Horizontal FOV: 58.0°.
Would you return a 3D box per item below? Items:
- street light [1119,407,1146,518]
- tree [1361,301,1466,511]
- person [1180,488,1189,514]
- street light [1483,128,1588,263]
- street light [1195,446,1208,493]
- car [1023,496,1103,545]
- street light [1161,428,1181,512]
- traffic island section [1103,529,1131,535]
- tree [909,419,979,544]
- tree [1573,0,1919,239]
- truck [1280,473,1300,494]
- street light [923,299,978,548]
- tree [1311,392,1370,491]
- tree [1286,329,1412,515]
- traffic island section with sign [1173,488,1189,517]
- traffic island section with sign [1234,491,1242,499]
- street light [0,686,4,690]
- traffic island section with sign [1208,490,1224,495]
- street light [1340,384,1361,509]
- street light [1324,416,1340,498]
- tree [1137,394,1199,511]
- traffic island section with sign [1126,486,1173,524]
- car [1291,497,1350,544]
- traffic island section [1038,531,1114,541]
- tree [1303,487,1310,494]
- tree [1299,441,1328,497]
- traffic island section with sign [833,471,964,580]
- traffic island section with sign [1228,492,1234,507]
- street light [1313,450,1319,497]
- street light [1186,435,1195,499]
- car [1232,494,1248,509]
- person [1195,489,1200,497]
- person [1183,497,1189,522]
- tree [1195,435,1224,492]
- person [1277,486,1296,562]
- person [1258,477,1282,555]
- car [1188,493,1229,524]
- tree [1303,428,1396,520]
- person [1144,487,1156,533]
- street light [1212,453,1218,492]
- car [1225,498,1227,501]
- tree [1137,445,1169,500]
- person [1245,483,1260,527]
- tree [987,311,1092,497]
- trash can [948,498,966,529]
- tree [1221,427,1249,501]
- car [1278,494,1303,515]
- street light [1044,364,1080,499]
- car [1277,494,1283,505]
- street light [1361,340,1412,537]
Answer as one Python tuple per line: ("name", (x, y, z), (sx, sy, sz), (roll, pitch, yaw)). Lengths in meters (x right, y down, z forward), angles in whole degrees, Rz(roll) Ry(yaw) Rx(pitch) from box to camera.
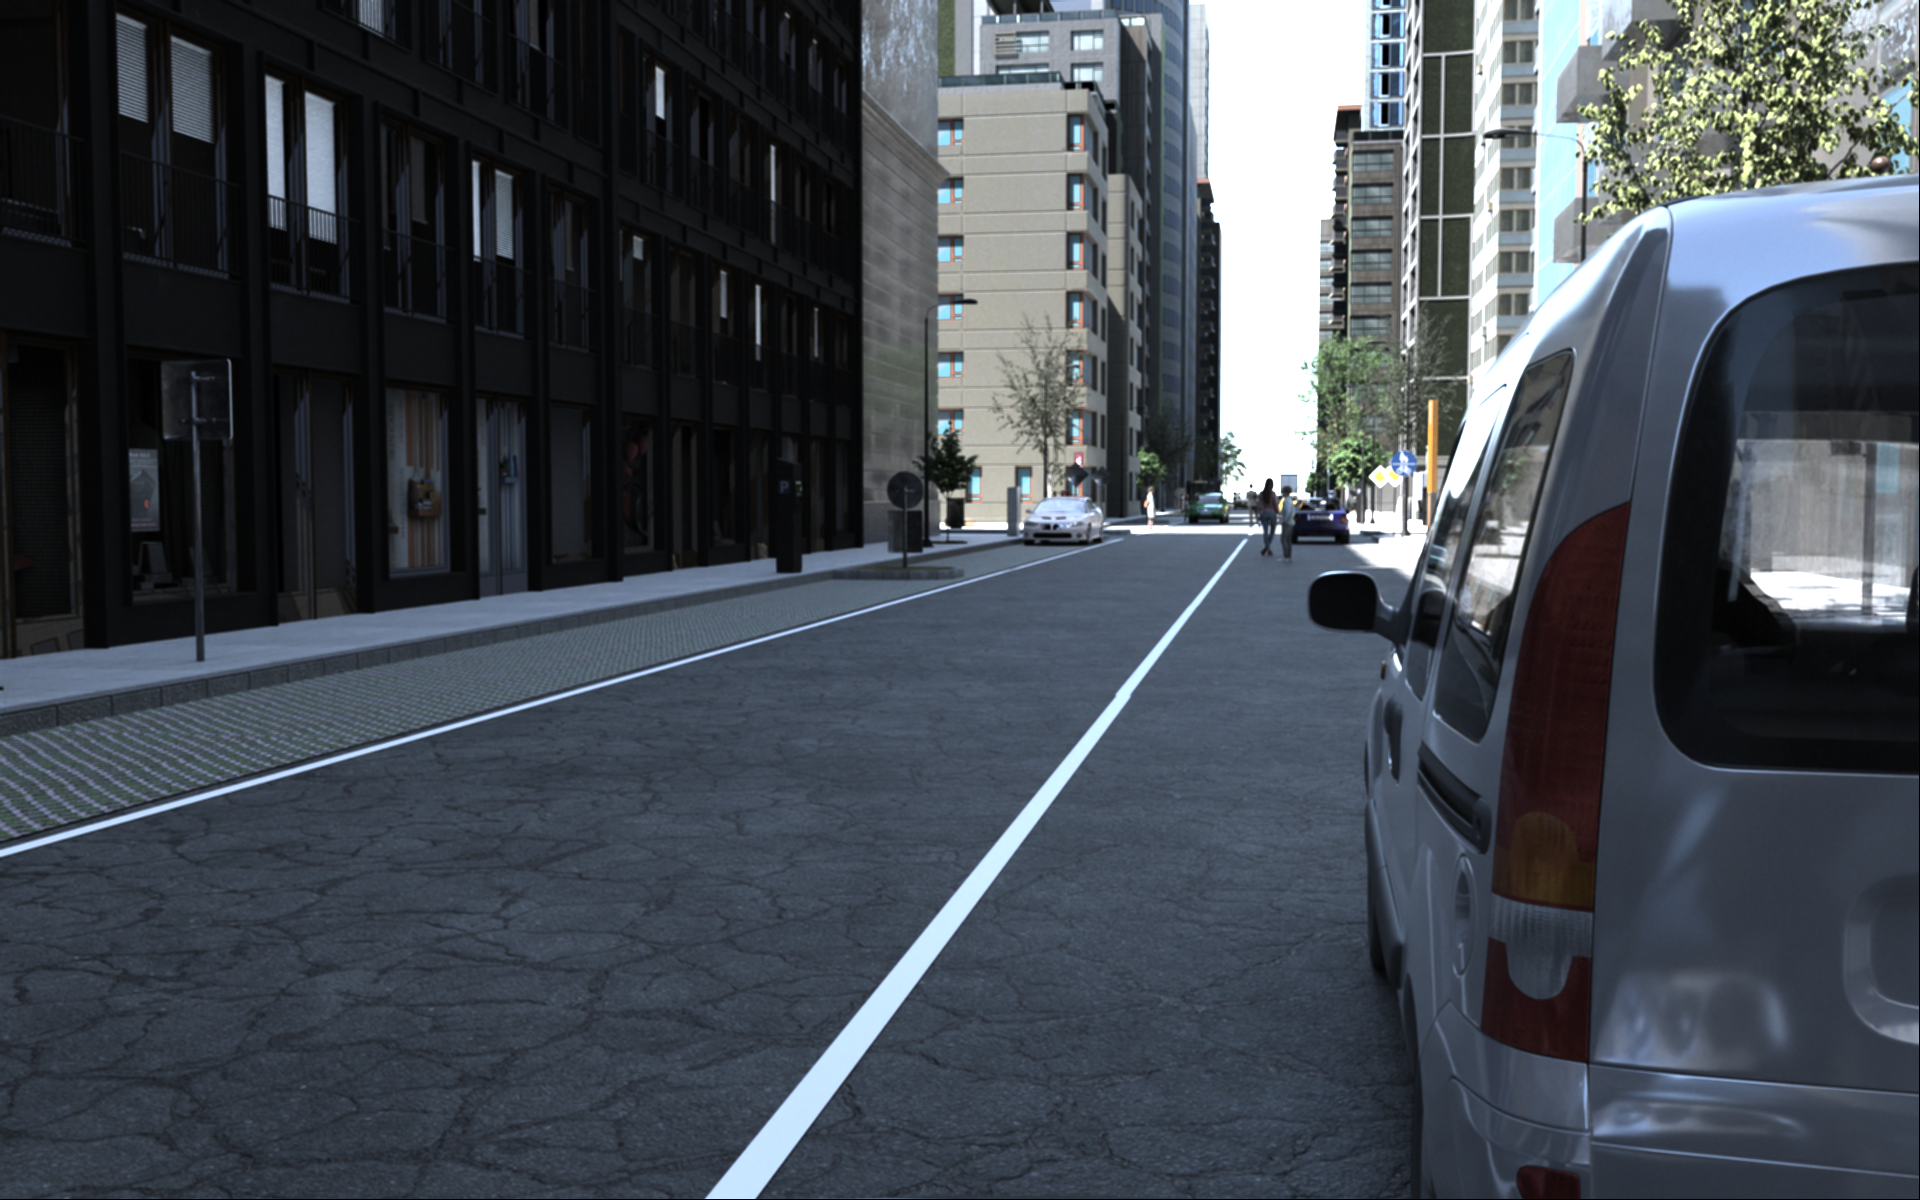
("street light", (9.163, -7.317, 92.182), (1.470, 5.913, 1.316), (1, 4, 10))
("tree", (17.373, -7.139, 67.078), (4.360, 8.622, 3.978), (0, 3, 0))
("person", (15.345, -6.732, 118.532), (0.822, 1.834, 0.622), (0, 4, 0))
("street light", (7.338, -3.028, 22.054), (1.470, 5.913, 1.316), (1, 4, 10))
("street light", (23.298, -11.964, 168.156), (1.470, 5.913, 1.316), (1, 4, 10))
("car", (3.005, -2.285, 49.728), (2.083, 1.381, 4.827), (1, 4, 12))
("street light", (14.858, -9.153, 122.199), (1.470, 5.913, 1.316), (1, 4, 10))
("traffic island section", (5.060, -2.436, 62.115), (2.009, 0.180, 2.903), (1, 4, 10))
("tree", (-0.213, -3.083, 45.005), (1.663, 3.219, 1.824), (0, 3, 0))
("tree", (8.165, -4.125, 17.805), (4.737, 8.622, 4.395), (0, 3, 0))
("truck", (45.834, -15.419, 241.017), (2.839, 4.237, 11.283), (1, 4, 12))
("street light", (-0.275, -4.215, 41.462), (1.470, 5.913, 1.316), (1, 4, 10))
("tree", (27.208, -10.635, 124.238), (4.737, 8.622, 4.395), (0, 3, 0))
("tree", (24.094, -11.153, 108.111), (9.928, 11.665, 9.643), (0, 3, 0))
("traffic island section with sign", (14.103, -6.247, 110.770), (1.989, 1.847, 2.006), (1, 4, 10))
("traffic island section with sign", (38.353, -14.224, 241.181), (1.989, 1.847, 2.006), (1, 4, 10))
("street light", (-5.916, -2.354, 11.034), (1.470, 5.913, 1.316), (1, 4, 10))
("traffic island section with sign", (23.245, -9.252, 159.898), (1.989, 1.847, 2.006), (1, 4, 10))
("street light", (16.954, -6.166, 73.352), (1.470, 5.913, 1.316), (1, 4, 10))
("street light", (22.430, -8.004, 103.409), (1.470, 5.913, 1.316), (1, 4, 10))
("tree", (15.700, -11.120, 132.177), (4.360, 8.622, 3.978), (0, 3, 0))
("traffic island section with sign", (9.134, -4.612, 84.039), (1.989, 1.847, 2.006), (1, 4, 10))
("car", (10.524, -2.354, 51.066), (1.945, 1.354, 3.894), (1, 4, 9))
("traffic island section", (3.600, -1.956, 54.263), (2.009, 0.180, 2.903), (1, 4, 10))
("tree", (53.063, -16.487, 264.167), (1.663, 3.219, 1.824), (0, 3, 0))
("tree", (44.934, -16.432, 219.018), (4.360, 8.622, 3.978), (0, 3, 0))
("traffic island section with sign", (-0.991, -1.284, 29.620), (1.989, 1.847, 2.006), (1, 4, 10))
("traffic island section with sign", (28.223, -10.889, 186.666), (1.989, 1.847, 2.006), (1, 4, 10))
("street light", (28.119, -9.840, 133.427), (1.470, 5.913, 1.316), (1, 4, 10))
("street light", (17.649, -10.083, 137.402), (1.470, 5.913, 1.316), (1, 4, 10))
("car", (27.010, -9.486, 165.327), (2.015, 1.641, 3.980), (1, 4, 9))
("person", (14.836, -6.023, 107.538), (0.480, 1.755, 0.524), (1, 4, 18))
("person", (11.862, -4.743, 90.297), (0.590, 1.304, 0.306), (-1, 4, -14))
("tree", (29.862, -15.911, 210.508), (4.737, 8.622, 4.395), (0, 3, 0))
("person", (6.928, -1.614, 36.692), (0.330, 1.601, 0.589), (2, 4, 34))
("person", (7.242, -1.955, 40.473), (0.555, 1.821, 0.388), (1, 4, 16))
("car", (12.339, -4.710, 85.807), (1.959, 1.807, 4.718), (1, 4, 12))
("tree", (19.848, -6.249, 85.882), (4.285, 4.588, 4.351), (0, 3, 0))
("person", (7.092, -3.350, 64.282), (0.522, 1.701, 0.512), (-1, 4, -10))
("street light", (28.934, -13.804, 198.235), (1.470, 5.913, 1.316), (1, 4, 10))
("car", (24.374, -9.482, 164.813), (2.009, 1.686, 4.222), (1, 4, 11))
("tree", (12.232, -8.087, 115.928), (4.285, 4.588, 4.351), (0, 3, 0))
("person", (12.723, -4.122, 75.254), (0.648, 1.900, 0.474), (1, 4, 12))
("tree", (3.407, -7.237, 68.690), (4.360, 8.622, 3.978), (0, 3, 0))
("trash can", (-0.149, -3.234, 64.537), (0.748, 1.137, 0.748), (0, 3, 0))
("tree", (45.189, -22.928, 292.994), (7.486, 12.596, 7.792), (0, 3, 0))
("car", (22.412, -6.512, 116.702), (2.015, 1.641, 3.980), (1, 4, 9))
("street light", (3.600, -5.480, 62.140), (1.470, 5.913, 1.316), (1, 4, 10))
("car", (26.955, -8.198, 143.823), (2.009, 1.686, 4.222), (1, 4, 11))
("street light", (12.950, -4.877, 52.281), (1.470, 5.913, 1.316), (1, 4, 10))
